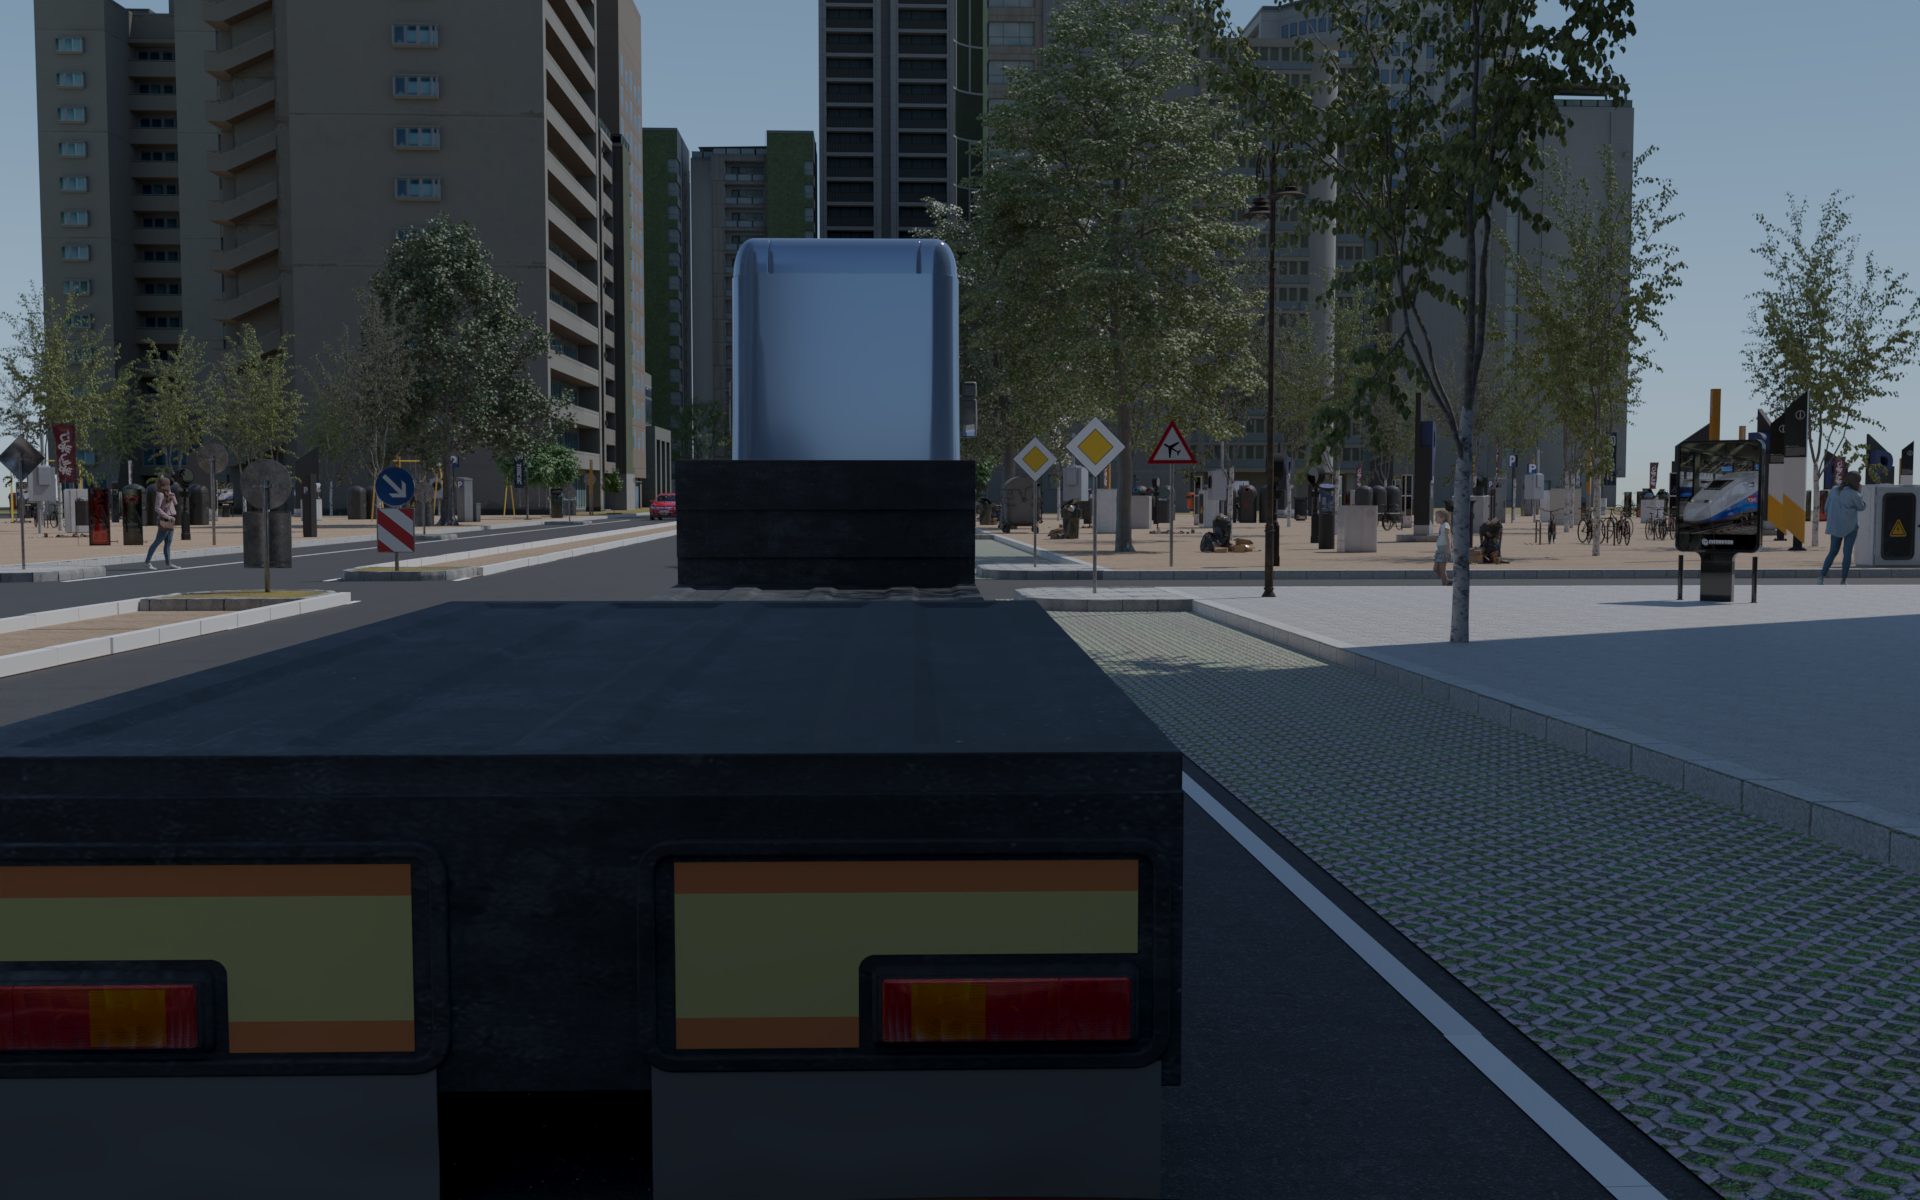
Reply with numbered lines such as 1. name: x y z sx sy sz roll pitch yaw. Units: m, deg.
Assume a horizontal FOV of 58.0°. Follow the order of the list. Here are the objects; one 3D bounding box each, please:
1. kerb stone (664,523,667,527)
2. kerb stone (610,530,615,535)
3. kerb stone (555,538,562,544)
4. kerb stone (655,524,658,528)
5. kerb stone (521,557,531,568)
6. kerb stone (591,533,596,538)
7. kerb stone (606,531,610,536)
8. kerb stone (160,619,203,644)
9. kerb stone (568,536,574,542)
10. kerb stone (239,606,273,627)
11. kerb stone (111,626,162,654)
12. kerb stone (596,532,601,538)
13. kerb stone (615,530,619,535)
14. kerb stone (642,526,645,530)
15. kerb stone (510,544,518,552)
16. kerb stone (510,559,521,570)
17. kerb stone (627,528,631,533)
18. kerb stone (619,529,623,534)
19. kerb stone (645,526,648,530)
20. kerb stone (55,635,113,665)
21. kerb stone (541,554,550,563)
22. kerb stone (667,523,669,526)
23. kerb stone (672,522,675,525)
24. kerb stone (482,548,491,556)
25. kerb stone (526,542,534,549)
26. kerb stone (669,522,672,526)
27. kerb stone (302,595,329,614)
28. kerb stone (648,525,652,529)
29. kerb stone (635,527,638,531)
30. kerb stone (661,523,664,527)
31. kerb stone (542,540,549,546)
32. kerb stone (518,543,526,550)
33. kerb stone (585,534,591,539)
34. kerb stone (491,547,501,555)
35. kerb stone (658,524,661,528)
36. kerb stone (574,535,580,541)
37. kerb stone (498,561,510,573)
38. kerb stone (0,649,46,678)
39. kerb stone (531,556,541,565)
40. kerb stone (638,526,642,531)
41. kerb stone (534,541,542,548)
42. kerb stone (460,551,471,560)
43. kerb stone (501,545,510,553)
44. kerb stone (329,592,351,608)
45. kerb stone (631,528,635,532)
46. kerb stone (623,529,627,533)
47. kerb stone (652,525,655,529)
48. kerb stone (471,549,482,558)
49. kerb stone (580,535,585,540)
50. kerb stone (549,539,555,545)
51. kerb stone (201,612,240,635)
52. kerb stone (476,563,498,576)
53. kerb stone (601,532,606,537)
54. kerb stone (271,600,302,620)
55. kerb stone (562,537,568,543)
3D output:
1. kerb stone: -12.892 -3.216 74.772 0.120 0.150 1.000 0 4 -3
2. kerb stone: -12.074 -2.277 59.427 0.120 0.150 1.000 0 4 -3
3. kerb stone: -11.534 -1.651 49.191 0.120 0.150 1.000 0 4 -3
4. kerb stone: -12.734 -3.021 71.698 0.120 0.150 1.000 0 4 -3
5. kerb stone: -8.622 -0.719 33.944 0.120 0.150 1.000 0 4 -3
6. kerb stone: -11.861 -2.027 55.341 0.120 0.150 1.000 0 4 -3
7. kerb stone: -12.024 -2.212 58.407 0.120 0.150 1.000 0 4 -3
8. kerb stone: -7.717 0.317 17.012 0.120 0.150 1.000 0 4 -3
9. kerb stone: -11.646 -1.773 51.245 0.120 0.150 1.000 0 4 -3
10. kerb stone: -7.825 0.192 19.057 0.120 0.150 1.000 0 4 -3
11. kerb stone: -7.659 0.380 15.985 0.120 0.150 1.000 0 4 -3
12. kerb stone: -11.920 -2.090 56.361 0.120 0.150 1.000 0 4 -3
13. kerb stone: -12.130 -2.340 60.448 0.120 0.150 1.000 0 4 -3
14. kerb stone: -12.513 -2.778 67.613 0.120 0.150 1.000 0 4 -3
15. kerb stone: -11.201 -1.275 43.048 0.120 0.150 1.000 0 4 -3
16. kerb stone: -8.564 -0.656 32.923 0.120 0.150 1.000 0 4 -3
17. kerb stone: -12.290 -2.527 63.516 0.120 0.150 1.000 0 4 -3
18. kerb stone: -12.186 -2.400 61.471 0.120 0.150 1.000 0 4 -3
19. kerb stone: -12.572 -2.839 68.634 0.120 0.150 1.000 0 4 -3
20. kerb stone: -7.618 0.443 14.956 0.120 0.150 1.000 0 4 -3
21. kerb stone: -8.718 -0.835 35.990 0.120 0.150 1.000 0 4 -3
22. kerb stone: -12.945 -3.279 75.800 0.120 0.150 1.000 0 4 -3
23. kerb stone: -13.054 -3.404 77.846 0.120 0.150 1.000 0 4 -3
24. kerb stone: -11.043 -1.086 39.966 0.120 0.150 1.000 0 4 -3
25. kerb stone: -11.313 -1.400 45.092 0.120 0.150 1.000 0 4 -3
26. kerb stone: -13.006 -3.334 76.825 0.120 0.150 1.000 0 4 -3
27. kerb stone: -7.934 0.067 21.104 0.120 0.150 1.000 0 4 -3
28. kerb stone: -12.614 -2.903 69.655 0.120 0.150 1.000 0 4 -3
29. kerb stone: -12.400 -2.653 65.566 0.120 0.150 1.000 0 4 -3
30. kerb stone: -12.841 -3.153 73.751 0.120 0.150 1.000 0 4 -3
31. kerb stone: -11.419 -1.526 47.138 0.120 0.150 1.000 0 4 -3
32. kerb stone: -11.268 -1.333 44.071 0.120 0.150 1.000 0 4 -3
33. kerb stone: -11.807 -1.965 54.319 0.120 0.150 1.000 0 4 -3
34. kerb stone: -11.099 -1.148 40.990 0.120 0.150 1.000 0 4 -3
35. kerb stone: -12.783 -3.085 72.727 0.120 0.150 1.000 0 4 -3
36. kerb stone: -11.695 -1.839 52.266 0.120 0.150 1.000 0 4 -3
37. kerb stone: -8.504 -0.590 31.891 0.120 0.150 1.000 0 4 -3
38. kerb stone: -7.554 0.508 13.936 0.120 0.150 1.000 0 4 -3
39. kerb stone: -8.667 -0.781 34.965 0.120 0.150 1.000 0 4 -3
40. kerb stone: -12.454 -2.711 66.593 0.120 0.150 1.000 0 4 -3
41. kerb stone: -11.360 -1.463 46.118 0.120 0.150 1.000 0 4 -3
42. kerb stone: -10.934 -0.962 37.924 0.120 0.150 1.000 0 4 -3
43. kerb stone: -11.150 -1.212 42.014 0.120 0.150 1.000 0 4 -3
44. kerb stone: -7.994 0.006 22.124 0.120 0.150 1.000 0 4 -3
45. kerb stone: -12.342 -2.585 64.537 0.120 0.150 1.000 0 4 -3
46. kerb stone: -12.240 -2.465 62.495 0.120 0.150 1.000 0 4 -3
47. kerb stone: -12.676 -2.963 70.677 0.120 0.150 1.000 0 4 -3
48. kerb stone: -10.978 -1.022 38.945 0.120 0.150 1.000 0 4 -3
49. kerb stone: -11.749 -1.901 53.291 0.120 0.150 1.000 0 4 -3
50. kerb stone: -11.472 -1.588 48.167 0.120 0.150 1.000 0 4 -3
51. kerb stone: -7.771 0.255 18.037 0.120 0.150 1.000 0 4 -3
52. kerb stone: -8.447 -0.531 30.870 0.120 0.150 1.000 0 4 -3
53. kerb stone: -11.964 -2.152 57.382 0.120 0.150 1.000 0 4 -3
54. kerb stone: -7.881 0.130 20.078 0.120 0.150 1.000 0 4 -3
55. kerb stone: -11.590 -1.714 50.211 0.120 0.150 1.000 0 4 -3
